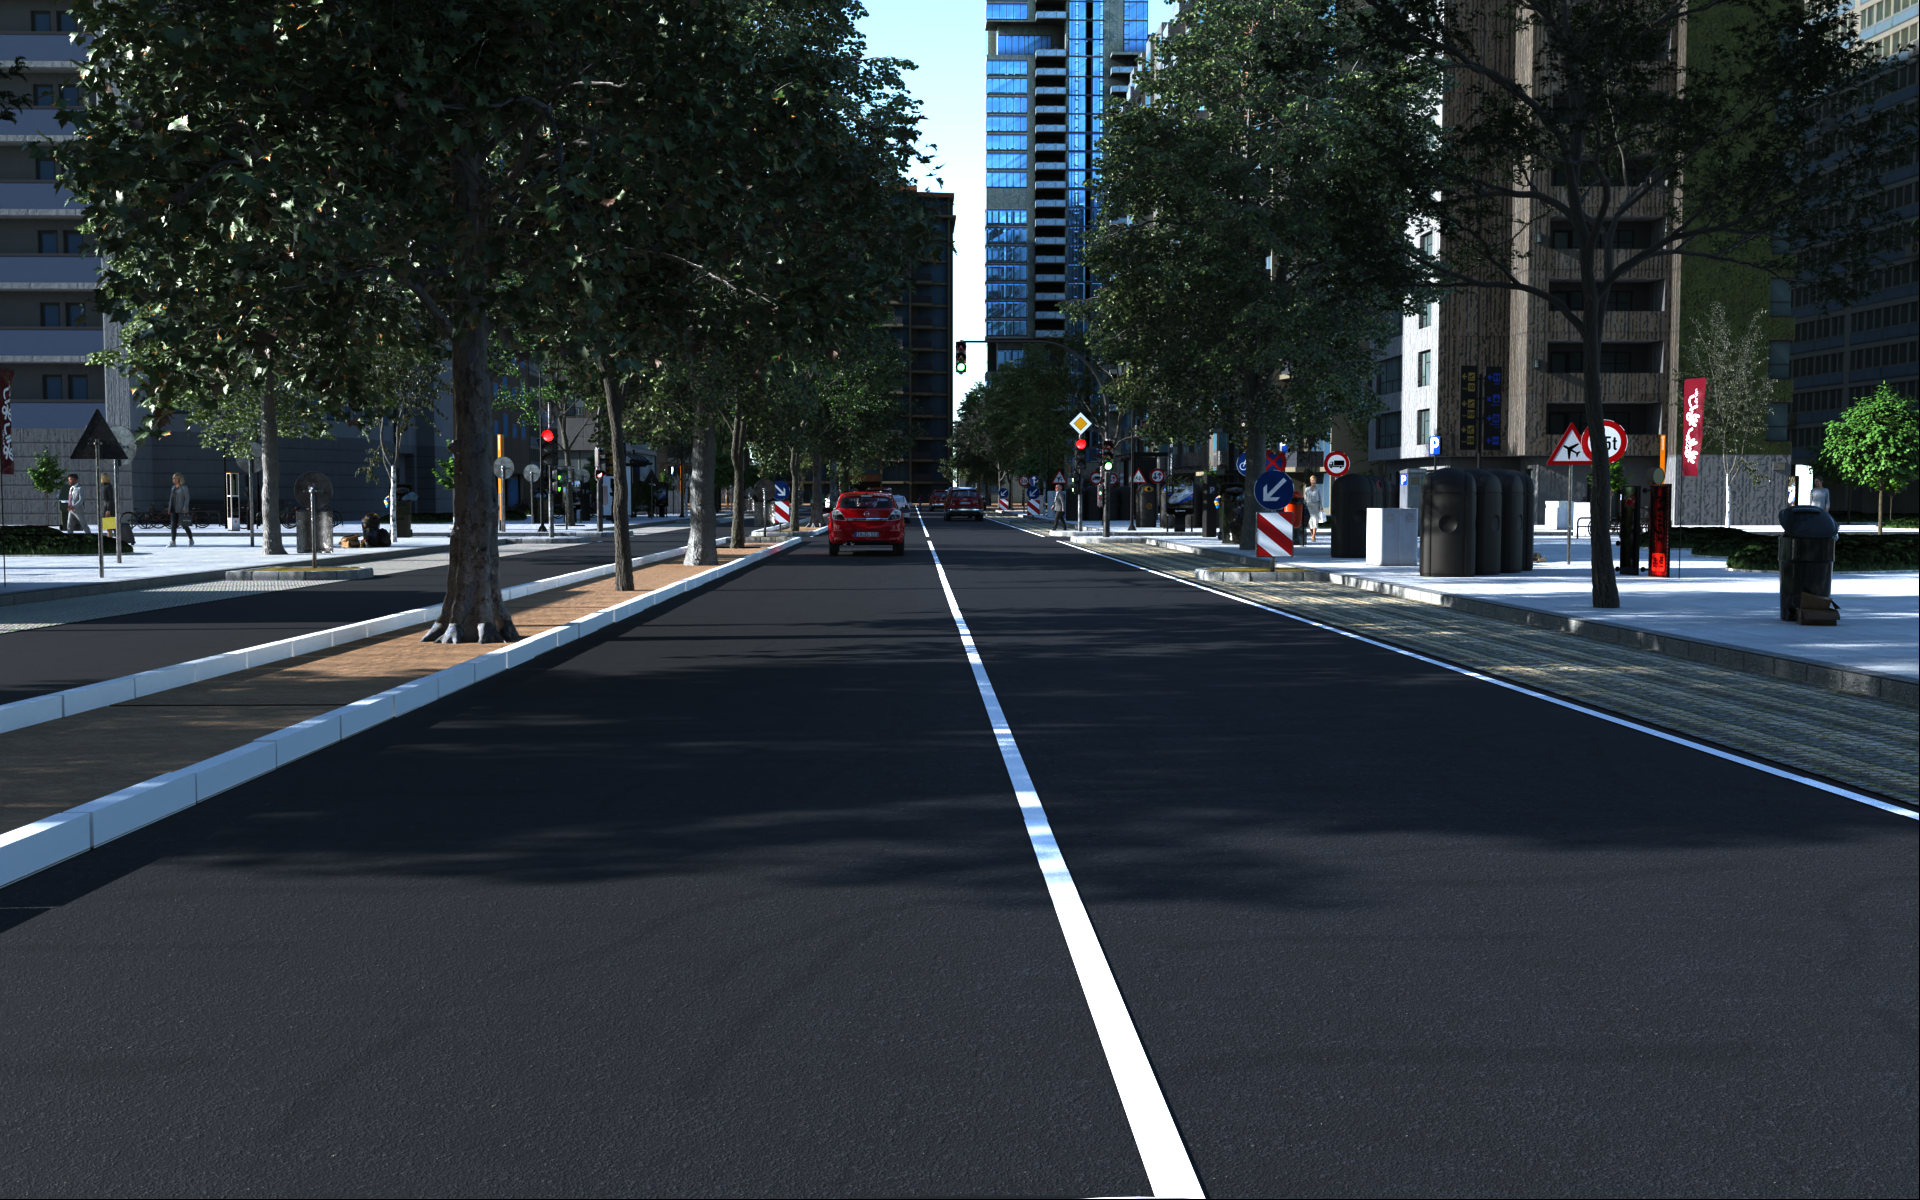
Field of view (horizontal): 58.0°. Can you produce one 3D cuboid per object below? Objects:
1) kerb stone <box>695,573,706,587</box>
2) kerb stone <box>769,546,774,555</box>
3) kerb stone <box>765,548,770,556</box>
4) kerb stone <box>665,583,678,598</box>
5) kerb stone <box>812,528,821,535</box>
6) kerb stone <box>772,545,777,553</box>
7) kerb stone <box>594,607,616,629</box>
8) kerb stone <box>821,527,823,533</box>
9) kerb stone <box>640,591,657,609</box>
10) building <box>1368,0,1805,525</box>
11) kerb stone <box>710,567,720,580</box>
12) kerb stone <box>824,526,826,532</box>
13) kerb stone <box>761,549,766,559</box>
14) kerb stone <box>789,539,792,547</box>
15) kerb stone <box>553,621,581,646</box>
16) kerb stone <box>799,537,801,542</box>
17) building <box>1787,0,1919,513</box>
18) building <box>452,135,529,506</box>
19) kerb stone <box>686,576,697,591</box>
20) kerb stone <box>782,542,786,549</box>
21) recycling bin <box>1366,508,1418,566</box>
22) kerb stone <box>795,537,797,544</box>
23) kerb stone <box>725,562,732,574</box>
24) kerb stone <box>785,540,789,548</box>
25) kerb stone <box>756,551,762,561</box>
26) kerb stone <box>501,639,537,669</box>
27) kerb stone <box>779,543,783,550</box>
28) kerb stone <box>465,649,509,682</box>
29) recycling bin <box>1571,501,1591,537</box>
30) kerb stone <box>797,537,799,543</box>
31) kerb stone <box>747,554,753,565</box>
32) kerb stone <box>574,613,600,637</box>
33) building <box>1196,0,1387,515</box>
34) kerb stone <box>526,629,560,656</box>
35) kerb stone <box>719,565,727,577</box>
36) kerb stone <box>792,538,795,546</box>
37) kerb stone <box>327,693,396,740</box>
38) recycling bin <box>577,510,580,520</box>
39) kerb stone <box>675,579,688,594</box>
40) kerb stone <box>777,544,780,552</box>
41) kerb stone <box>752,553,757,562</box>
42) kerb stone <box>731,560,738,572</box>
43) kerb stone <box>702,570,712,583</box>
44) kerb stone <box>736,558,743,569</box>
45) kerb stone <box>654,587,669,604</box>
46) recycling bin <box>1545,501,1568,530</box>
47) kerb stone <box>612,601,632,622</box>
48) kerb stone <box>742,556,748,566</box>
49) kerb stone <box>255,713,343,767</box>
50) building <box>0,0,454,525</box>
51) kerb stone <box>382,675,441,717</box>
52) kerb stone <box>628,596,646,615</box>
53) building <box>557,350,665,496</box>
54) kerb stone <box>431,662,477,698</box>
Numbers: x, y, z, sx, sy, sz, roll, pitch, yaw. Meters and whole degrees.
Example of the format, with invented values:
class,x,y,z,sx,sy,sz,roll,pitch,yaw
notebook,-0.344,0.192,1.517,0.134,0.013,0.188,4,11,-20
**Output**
class,x,y,z,sx,sy,sz,roll,pitch,yaw
kerb stone,-4.116,-0.287,26.937,0.120,0.150,1.000,0,4,-2
kerb stone,-4.491,-1.100,40.264,0.120,0.150,1.000,0,4,-2
kerb stone,-4.466,-1.042,39.237,0.120,0.150,1.000,0,4,-2
kerb stone,-4.043,-0.095,23.865,0.120,0.150,1.000,0,4,-2
kerb stone,-5.083,-2.394,61.330,0.120,0.150,1.000,0,4,-2
kerb stone,-4.524,-1.168,41.290,0.120,0.150,1.000,0,4,-2
kerb stone,-3.898,0.211,18.750,0.120,0.150,1.000,0,4,-2
kerb stone,-5.119,-2.456,62.352,0.120,0.150,1.000,0,4,-2
kerb stone,-3.984,0.023,21.822,0.120,0.150,1.000,0,4,-2
building,26.878,-18.657,76.741,14.107,30.474,14.160,0,4,-2
kerb stone,-4.180,-0.415,28.980,0.120,0.150,1.000,0,4,-2
kerb stone,-5.178,-2.581,64.399,0.120,0.150,1.000,0,4,-2
kerb stone,-4.436,-0.974,38.207,0.120,0.150,1.000,0,4,-2
kerb stone,-4.673,-1.482,46.422,0.120,0.150,1.000,0,4,-2
kerb stone,-3.834,0.338,16.699,0.120,0.150,1.000,0,4,-2
kerb stone,-4.782,-1.732,50.511,0.120,0.150,1.000,0,4,-2
building,59.591,-24.448,91.602,23.993,40.220,32.217,0,4,-2
building,-37.707,-28.510,116.242,14.600,45.320,14.200,0,4,-2
kerb stone,-4.089,-0.227,25.908,0.120,0.150,1.000,0,4,-2
kerb stone,-4.612,-1.353,44.376,0.120,0.150,1.000,0,4,-2
recycling bin,7.759,-1.135,31.113,0.722,1.027,0.722,0,4,-6
kerb stone,-4.729,-1.607,48.467,0.120,0.150,1.000,0,4,-2
kerb stone,-4.239,-0.533,31.030,0.120,0.150,1.000,0,4,-2
kerb stone,-4.639,-1.419,45.397,0.120,0.150,1.000,0,4,-2
kerb stone,-4.413,-0.916,37.178,0.120,0.150,1.000,0,4,-2
kerb stone,-3.771,0.464,14.655,0.120,0.150,1.000,0,4,-2
kerb stone,-4.581,-1.291,43.354,0.120,0.150,1.000,0,4,-2
kerb stone,-3.750,0.527,13.632,0.120,0.150,1.000,0,4,-2
recycling bin,18.865,-2.413,51.999,0.722,1.027,0.722,2,4,31
kerb stone,-4.754,-1.669,49.488,0.120,0.150,1.000,0,4,-2
kerb stone,-4.356,-0.791,35.135,0.120,0.150,1.000,0,4,-2
kerb stone,-3.859,0.273,17.728,0.120,0.150,1.000,0,4,-2
building,29.575,-28.484,120.335,22.147,44.769,28.867,0,4,-2
kerb stone,-3.810,0.401,15.676,0.120,0.150,1.000,0,4,-2
kerb stone,-4.202,-0.475,30.007,0.120,0.150,1.000,0,4,-2
kerb stone,-4.693,-1.544,47.445,0.120,0.150,1.000,0,4,-2
kerb stone,-3.668,0.712,10.561,0.120,0.150,1.000,0,4,-2
recycling bin,-18.653,-4.413,84.712,0.722,1.027,0.722,0,4,6
kerb stone,-4.072,-0.163,24.886,0.120,0.150,1.000,0,4,-2
kerb stone,-4.556,-1.230,42.317,0.120,0.150,1.000,0,4,-2
kerb stone,-4.388,-0.852,36.157,0.120,0.150,1.000,0,4,-2
kerb stone,-4.270,-0.592,32.065,0.120,0.150,1.000,0,4,-2
kerb stone,-4.155,-0.348,27.959,0.120,0.150,1.000,0,4,-2
kerb stone,-4.297,-0.661,33.093,0.120,0.150,1.000,0,4,-2
kerb stone,-4.007,-0.036,22.844,0.120,0.150,1.000,0,4,-2
recycling bin,21.687,-3.065,62.666,0.722,1.027,0.722,-1,4,-21
kerb stone,-3.914,0.148,19.776,0.120,0.150,1.000,0,4,-2
kerb stone,-4.325,-0.727,34.114,0.120,0.150,1.000,0,4,-2
kerb stone,-3.639,0.774,9.536,0.120,0.150,1.000,0,4,-2
building,-39.353,-33.167,84.276,21.231,58.520,28.212,0,4,-2
kerb stone,-3.689,0.649,11.583,0.120,0.150,1.000,0,4,-2
kerb stone,-3.943,0.085,20.800,0.120,0.150,1.000,0,4,-2
building,-45.673,-36.139,180.104,27.495,52.752,28.713,0,4,-2
kerb stone,-3.721,0.591,12.609,0.120,0.150,1.000,0,4,-2
